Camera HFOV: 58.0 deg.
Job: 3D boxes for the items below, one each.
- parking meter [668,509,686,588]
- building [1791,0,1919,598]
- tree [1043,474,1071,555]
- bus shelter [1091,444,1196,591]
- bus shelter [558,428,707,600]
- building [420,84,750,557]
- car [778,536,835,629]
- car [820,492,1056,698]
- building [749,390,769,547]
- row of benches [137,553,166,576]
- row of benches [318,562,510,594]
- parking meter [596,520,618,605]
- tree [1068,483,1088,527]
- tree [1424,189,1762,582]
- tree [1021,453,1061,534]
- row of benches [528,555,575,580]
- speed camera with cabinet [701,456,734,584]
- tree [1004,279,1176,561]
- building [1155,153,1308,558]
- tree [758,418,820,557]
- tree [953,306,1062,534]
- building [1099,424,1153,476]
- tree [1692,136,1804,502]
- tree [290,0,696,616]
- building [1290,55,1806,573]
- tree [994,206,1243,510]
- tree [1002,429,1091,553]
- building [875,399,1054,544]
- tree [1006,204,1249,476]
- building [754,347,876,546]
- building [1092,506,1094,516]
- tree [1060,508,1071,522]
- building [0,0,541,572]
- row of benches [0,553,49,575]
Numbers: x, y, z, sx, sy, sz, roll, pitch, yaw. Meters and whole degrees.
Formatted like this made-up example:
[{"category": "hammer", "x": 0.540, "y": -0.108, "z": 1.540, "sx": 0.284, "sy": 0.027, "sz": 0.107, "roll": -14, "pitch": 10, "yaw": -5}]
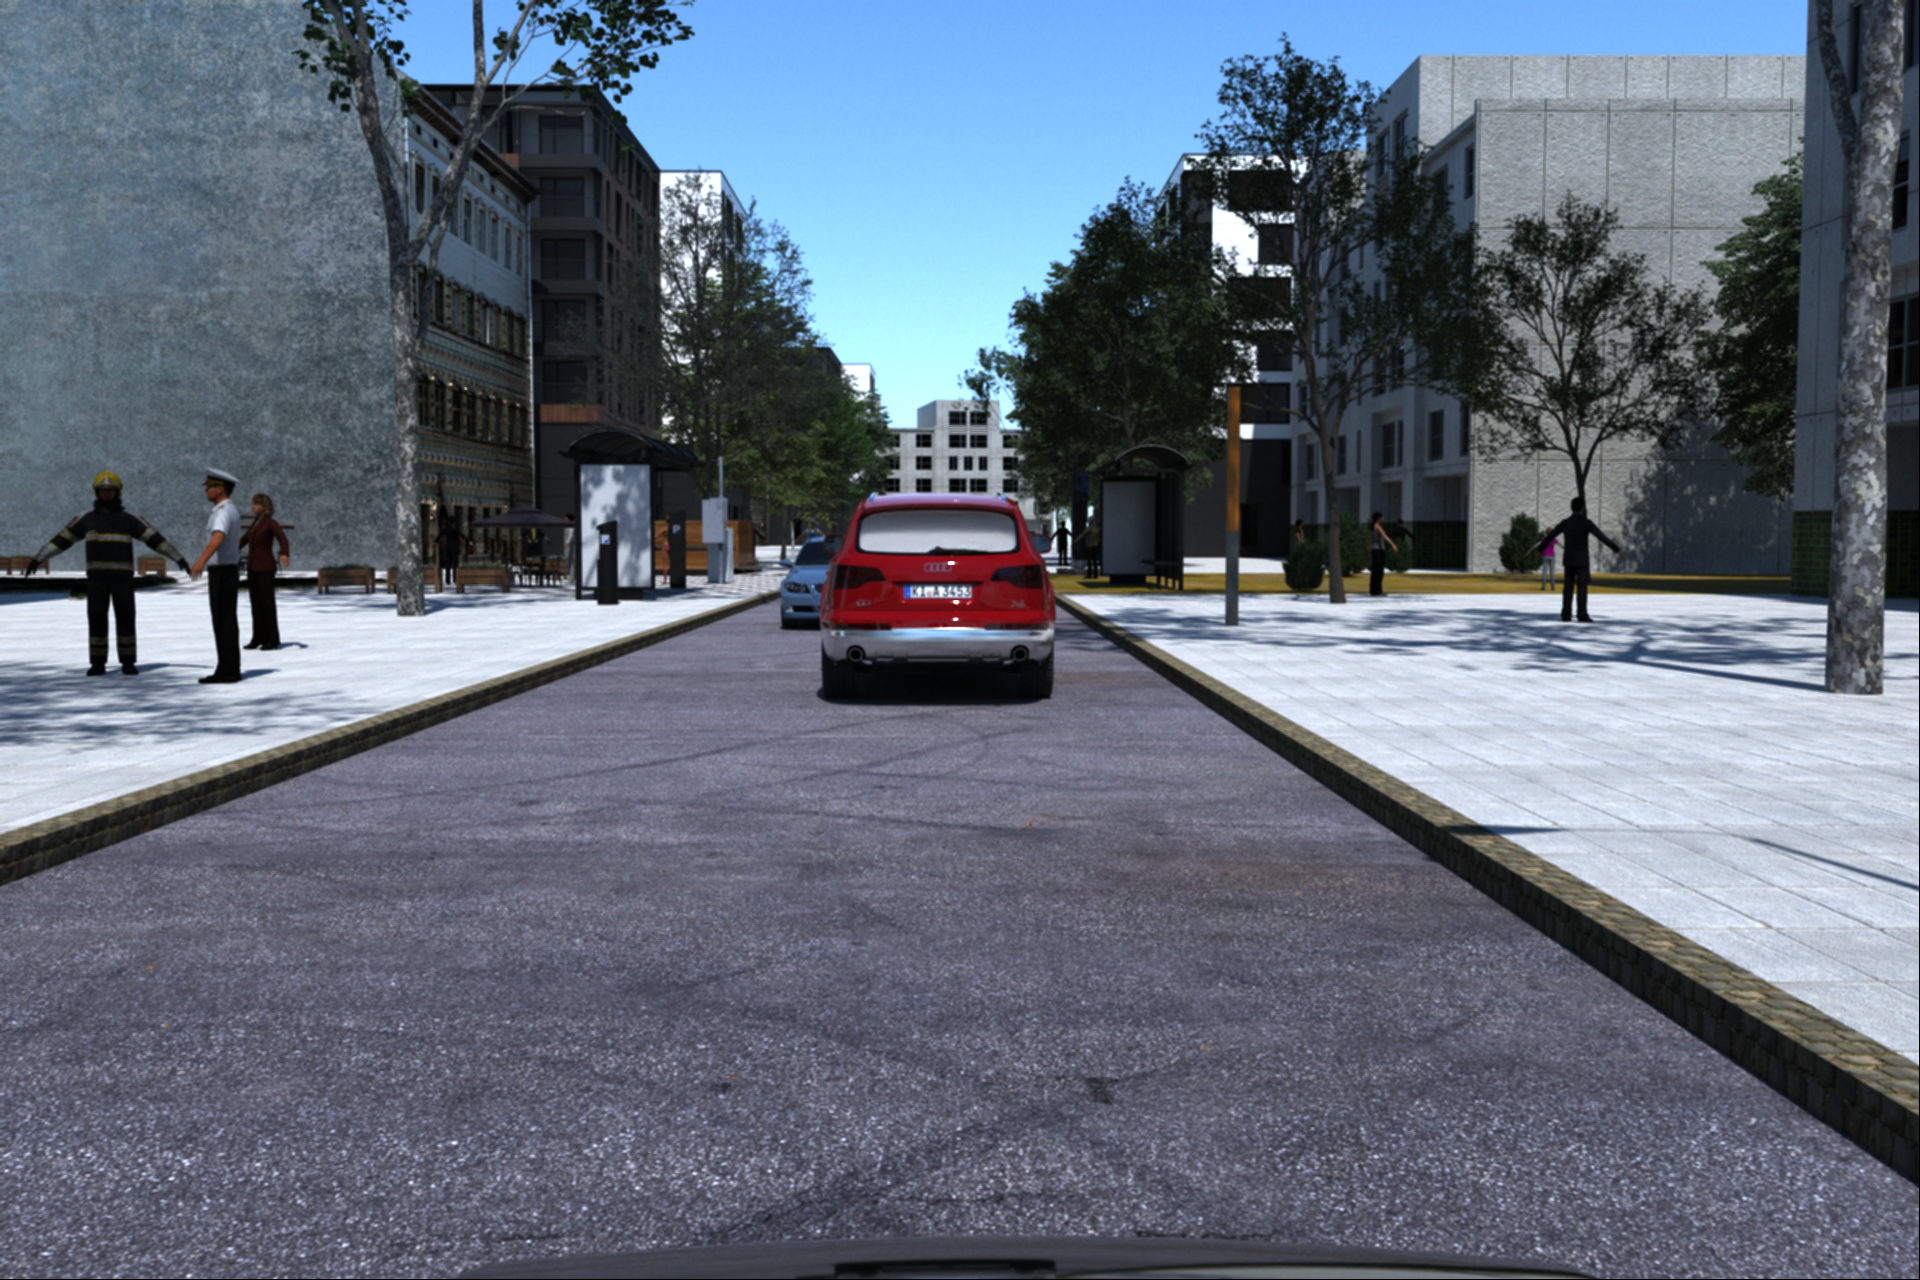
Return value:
[{"category": "parking meter", "x": -6.715, "y": -2.163, "z": 41.071, "sx": 0.399, "sy": 1.863, "sz": 0.255, "roll": 0, "pitch": 4, "yaw": -1}, {"category": "building", "x": 25.746, "y": -9.384, "z": 19.889, "sx": 16.747, "sy": 18.905, "sz": 31.486, "roll": 0, "pitch": 3, "yaw": 0}, {"category": "tree", "x": 5.967, "y": -9.401, "z": 104.069, "sx": 4.360, "sy": 8.622, "sz": 3.978, "roll": 0, "pitch": 3, "yaw": 0}, {"category": "bus shelter", "x": 4.336, "y": -2.924, "z": 41.725, "sx": 2.014, "sy": 3.302, "sz": 5.546, "roll": 0, "pitch": 4, "yaw": 1}, {"category": "bus shelter", "x": -6.682, "y": -2.575, "z": 36.021, "sx": 2.014, "sy": 3.302, "sz": 5.546, "roll": 0, "pitch": 4, "yaw": 1}, {"category": "building", "x": -27.292, "y": -15.370, "z": 95.280, "sx": 27.936, "sy": 21.610, "sz": 32.646, "roll": 0, "pitch": 4, "yaw": -1}, {"category": "car", "x": -1.853, "y": -0.962, "z": 27.728, "sx": 2.014, "sy": 1.417, "sz": 4.499, "roll": 0, "pitch": 4, "yaw": -1}, {"category": "car", "x": -0.217, "y": -0.490, "z": 16.684, "sx": 2.281, "sy": 1.827, "sz": 5.304, "roll": 0, "pitch": 4, "yaw": -1}, {"category": "building", "x": -29.809, "y": -21.087, "z": 175.699, "sx": 19.493, "sy": 23.208, "sz": 18.063, "roll": 0, "pitch": 4, "yaw": 0}, {"category": "row of benches", "x": -25.132, "y": -2.346, "z": 53.822, "sx": 1.422, "sy": 0.672, "sz": 4.104, "roll": -2, "pitch": 4, "yaw": -27}, {"category": "row of benches", "x": -11.742, "y": -1.355, "z": 37.621, "sx": 4.104, "sy": 0.672, "sz": 1.422, "roll": 0, "pitch": 4, "yaw": -7}, {"category": "parking meter", "x": -6.422, "y": -1.414, "z": 31.533, "sx": 0.372, "sy": 1.533, "sz": 0.369, "roll": 0, "pitch": 3, "yaw": 0}, {"category": "tree", "x": 6.120, "y": -8.688, "z": 92.405, "sx": 4.360, "sy": 8.622, "sz": 3.978, "roll": 0, "pitch": 3, "yaw": 0}, {"category": "tree", "x": 16.742, "y": -6.834, "z": 46.156, "sx": 8.767, "sy": 10.594, "sz": 7.601, "roll": 1, "pitch": 4, "yaw": 10}, {"category": "tree", "x": 5.571, "y": -10.601, "z": 123.687, "sx": 4.360, "sy": 8.622, "sz": 3.978, "roll": 0, "pitch": 3, "yaw": 0}, {"category": "row of benches", "x": -10.835, "y": -2.026, "z": 48.588, "sx": 4.104, "sy": 0.672, "sz": 1.422, "roll": 3, "pitch": 5, "yaw": 45}, {"category": "speed camera with cabinet", "x": -6.284, "y": -3.091, "z": 44.880, "sx": 0.660, "sy": 3.252, "sz": 2.038, "roll": 0, "pitch": 4, "yaw": -1}, {"category": "tree", "x": 6.713, "y": -10.784, "z": 82.981, "sx": 9.857, "sy": 13.997, "sz": 8.962, "roll": 0, "pitch": 3, "yaw": 0}, {"category": "building", "x": 25.933, "y": -16.245, "z": 109.575, "sx": 27.936, "sy": 21.610, "sz": 32.646, "roll": 0, "pitch": 3, "yaw": 0}, {"category": "tree", "x": -9.309, "y": -8.890, "z": 95.706, "sx": 4.737, "sy": 8.622, "sz": 4.395, "roll": 0, "pitch": 3, "yaw": 0}, {"category": "tree", "x": 5.736, "y": -17.348, "z": 139.531, "sx": 12.611, "sy": 20.169, "sz": 13.585, "roll": 0, "pitch": 3, "yaw": 0}, {"category": "building", "x": 24.296, "y": -21.172, "z": 177.090, "sx": 19.493, "sy": 23.208, "sz": 18.063, "roll": 0, "pitch": 3, "yaw": 0}, {"category": "tree", "x": 26.371, "y": -8.795, "z": 50.457, "sx": 9.857, "sy": 13.997, "sz": 8.962, "roll": 0, "pitch": 3, "yaw": 0}, {"category": "tree", "x": -7.484, "y": -10.388, "z": 25.736, "sx": 12.611, "sy": 20.169, "sz": 13.585, "roll": 0, "pitch": 3, "yaw": 0}, {"category": "building", "x": 25.323, "y": -12.617, "z": 72.742, "sx": 16.747, "sy": 18.905, "sz": 31.486, "roll": 0, "pitch": 3, "yaw": 0}, {"category": "tree", "x": 6.390, "y": -9.844, "z": 67.607, "sx": 9.857, "sy": 13.997, "sz": 8.962, "roll": 0, "pitch": 3, "yaw": 0}, {"category": "tree", "x": 6.332, "y": -11.123, "z": 116.270, "sx": 7.601, "sy": 10.594, "sz": 8.767, "roll": 0, "pitch": 4, "yaw": -6}, {"category": "building", "x": -4.537, "y": -22.337, "z": 234.129, "sx": 31.486, "sy": 18.905, "sz": 16.747, "roll": -1, "pitch": 4, "yaw": -10}, {"category": "tree", "x": 4.725, "y": -7.040, "z": 49.514, "sx": 7.601, "sy": 10.594, "sz": 8.767, "roll": 1, "pitch": 4, "yaw": 11}, {"category": "building", "x": -24.701, "y": -22.113, "z": 205.520, "sx": 27.936, "sy": 21.610, "sz": 32.646, "roll": 0, "pitch": 3, "yaw": 0}, {"category": "building", "x": 21.069, "y": -15.956, "z": 203.032, "sx": 9.099, "sy": 9.664, "sz": 28.070, "roll": 0, "pitch": 4, "yaw": 0}, {"category": "tree", "x": 15.286, "y": -17.293, "z": 233.101, "sx": 4.737, "sy": 8.622, "sz": 4.395, "roll": 0, "pitch": 3, "yaw": 0}, {"category": "building", "x": -28.036, "y": -14.454, "z": 67.258, "sx": 19.493, "sy": 23.208, "sz": 18.063, "roll": 0, "pitch": 4, "yaw": -1}, {"category": "row of benches", "x": -30.136, "y": -2.337, "z": 53.668, "sx": 1.422, "sy": 0.672, "sz": 4.104, "roll": 1, "pitch": 4, "yaw": 18}]
